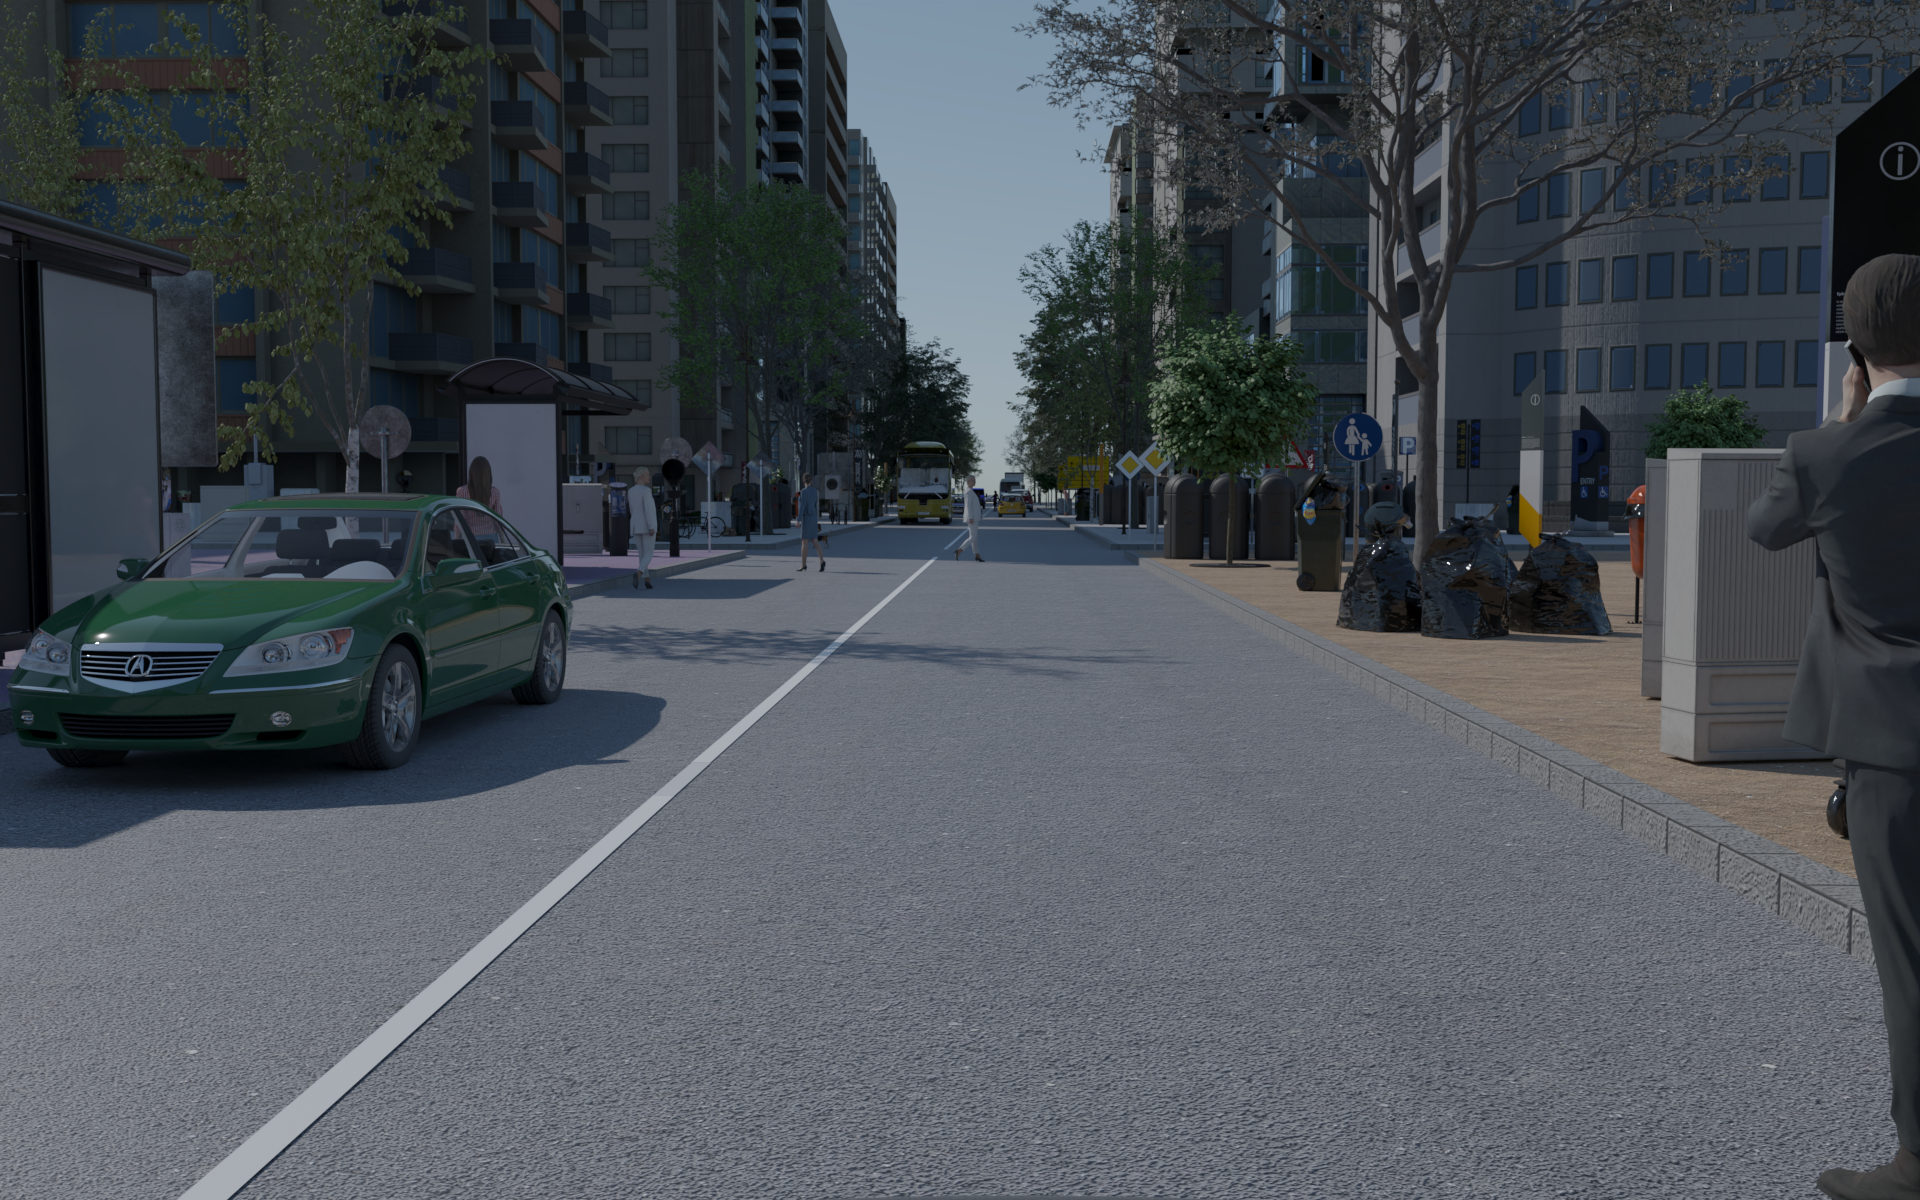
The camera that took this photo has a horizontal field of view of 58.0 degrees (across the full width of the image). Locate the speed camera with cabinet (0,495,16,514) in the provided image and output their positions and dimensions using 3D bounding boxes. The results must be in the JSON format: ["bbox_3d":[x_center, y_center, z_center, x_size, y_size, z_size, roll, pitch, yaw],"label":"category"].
[{"bbox_3d":[-30.110,-3.759,55.789,0.660,3.252,2.038,1,4,22],"label":"speed camera with cabinet"}]

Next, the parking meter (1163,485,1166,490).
[{"bbox_3d":[12.636,-6.135,106.020,0.399,1.863,0.255,-2,4,-26],"label":"parking meter"}]

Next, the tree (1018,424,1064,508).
[{"bbox_3d":[8.618,-13.594,172.619,4.360,8.622,3.978,0,3,0],"label":"tree"}]

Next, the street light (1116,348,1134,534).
[{"bbox_3d":[5.215,-5.024,54.926,0.468,5.910,1.993,0,4,2],"label":"street light"}]

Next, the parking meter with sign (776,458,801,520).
[{"bbox_3d":[-8.602,-5.396,84.485,1.738,3.016,0.543,-1,4,-18],"label":"parking meter with sign"}]

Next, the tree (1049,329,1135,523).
[{"bbox_3d":[5.926,-7.797,77.841,4.737,8.622,4.395,0,3,0],"label":"tree"}]

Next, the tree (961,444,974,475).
[{"bbox_3d":[-2.181,-16.142,198.326,8.767,10.594,7.601,-3,4,-36],"label":"tree"}]

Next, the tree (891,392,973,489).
[{"bbox_3d":[-3.264,-16.007,178.716,9.611,12.733,9.660,0,3,0],"label":"tree"}]

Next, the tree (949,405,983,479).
[{"bbox_3d":[-0.899,-18.447,219.737,7.486,12.596,7.792,0,3,0],"label":"tree"}]

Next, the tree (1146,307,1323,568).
[{"bbox_3d":[4.761,-2.864,30.546,4.285,4.588,4.351,0,3,0],"label":"tree"}]

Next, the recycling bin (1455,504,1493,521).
[{"bbox_3d":[13.421,-1.998,45.218,0.722,1.027,0.722,-3,5,-41],"label":"recycling bin"}]

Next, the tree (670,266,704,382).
[{"bbox_3d":[-6.212,-9.624,67.715,12.009,13.543,11.850,0,3,0],"label":"tree"}]

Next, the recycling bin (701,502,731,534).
[{"bbox_3d":[-7.901,-2.664,56.117,0.722,1.027,0.722,2,4,35],"label":"recycling bin"}]

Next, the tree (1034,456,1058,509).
[{"bbox_3d":[7.747,-9.997,147.156,4.285,4.588,4.351,0,3,0],"label":"tree"}]

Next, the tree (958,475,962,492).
[{"bbox_3d":[-1.216,-18.352,250.413,4.360,8.622,3.978,0,3,0],"label":"tree"}]

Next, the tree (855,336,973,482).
[{"bbox_3d":[-3.658,-14.261,139.829,9.857,13.997,8.962,0,3,0],"label":"tree"}]

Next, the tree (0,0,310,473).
[{"bbox_3d":[-13.343,-4.644,26.298,4.737,8.622,4.395,0,3,0],"label":"tree"}]

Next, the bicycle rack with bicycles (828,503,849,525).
[{"bbox_3d":[-5.691,-3.640,72.900,2.852,0.926,2.925,0,4,4],"label":"bicycle rack with bicycles"}]

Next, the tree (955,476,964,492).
[{"bbox_3d":[-0.769,-19.168,263.750,4.737,8.622,4.395,0,3,0],"label":"tree"}]

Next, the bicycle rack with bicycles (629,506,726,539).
[{"bbox_3d":[-8.532,-2.252,50.203,2.925,0.926,2.852,1,4,11],"label":"bicycle rack with bicycles"}]

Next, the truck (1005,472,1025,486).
[{"bbox_3d":[7.137,-14.589,227.442,2.839,4.237,11.283,0,4,2],"label":"truck"}]

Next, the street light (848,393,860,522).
[{"bbox_3d":[-4.850,-6.511,79.240,0.468,5.910,1.993,0,4,2],"label":"street light"}]

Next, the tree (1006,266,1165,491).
[{"bbox_3d":[7.467,-11.701,97.969,9.857,13.997,8.962,0,3,0],"label":"tree"}]

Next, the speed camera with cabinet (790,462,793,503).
[{"bbox_3d":[-9.842,-6.916,107.411,2.038,3.252,0.660,-1,4,-12],"label":"speed camera with cabinet"}]

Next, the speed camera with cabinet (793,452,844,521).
[{"bbox_3d":[-6.600,-5.293,80.883,2.038,3.252,0.660,0,4,7],"label":"speed camera with cabinet"}]

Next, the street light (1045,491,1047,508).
[{"bbox_3d":[8.203,-11.729,164.552,0.468,5.910,1.993,0,4,2],"label":"street light"}]

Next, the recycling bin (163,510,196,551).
[{"bbox_3d":[-10.793,-0.646,23.111,0.722,1.027,0.722,2,4,25],"label":"recycling bin"}]

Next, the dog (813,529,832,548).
[{"bbox_3d":[-3.720,-1.626,45.870,0.540,0.507,0.406,-2,4,-30],"label":"dog"}]

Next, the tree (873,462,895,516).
[{"bbox_3d":[-4.723,-6.657,103.436,1.663,3.219,1.824,0,3,0],"label":"tree"}]

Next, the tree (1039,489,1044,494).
[{"bbox_3d":[10.595,-13.701,218.604,1.663,3.219,1.824,0,3,0],"label":"tree"}]

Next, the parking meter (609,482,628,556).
[{"bbox_3d":[-7.079,-1.680,35.878,0.372,1.533,0.369,0,3,0],"label":"parking meter"}]

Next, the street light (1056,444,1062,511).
[{"bbox_3d":[7.403,-9.748,132.162,0.468,5.910,1.993,0,4,2],"label":"street light"}]

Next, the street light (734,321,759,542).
[{"bbox_3d":[-5.717,-4.511,46.535,0.468,5.910,1.993,0,4,2],"label":"street light"}]

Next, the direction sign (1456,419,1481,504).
[{"bbox_3d":[15.444,-3.710,52.659,0.379,3.537,0.876,-2,4,-33],"label":"direction sign"}]

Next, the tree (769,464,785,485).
[{"bbox_3d":[-11.361,-7.030,109.544,1.663,3.219,1.824,0,3,0],"label":"tree"}]

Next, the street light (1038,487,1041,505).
[{"bbox_3d":[9.176,-13.709,196.936,0.468,5.910,1.993,0,4,2],"label":"street light"}]

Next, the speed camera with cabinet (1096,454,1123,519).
[{"bbox_3d":[7.528,-5.661,86.895,0.660,3.252,2.038,-1,4,-22],"label":"speed camera with cabinet"}]

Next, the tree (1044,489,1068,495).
[{"bbox_3d":[9.087,-9.890,156.296,1.663,3.219,1.824,0,3,0],"label":"tree"}]

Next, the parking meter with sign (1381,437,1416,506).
[{"bbox_3d":[13.347,-3.499,53.475,0.543,3.016,1.738,-1,4,-18],"label":"parking meter with sign"}]

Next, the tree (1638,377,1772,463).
[{"bbox_3d":[20.869,-3.972,48.655,4.285,4.588,4.351,0,3,0],"label":"tree"}]

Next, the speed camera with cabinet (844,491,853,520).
[{"bbox_3d":[-6.357,-5.626,86.322,2.038,3.252,0.660,0,4,-5],"label":"speed camera with cabinet"}]

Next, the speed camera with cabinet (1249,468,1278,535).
[{"bbox_3d":[9.466,-3.604,53.265,0.660,3.252,2.038,-1,4,-13],"label":"speed camera with cabinet"}]

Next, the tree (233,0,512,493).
[{"bbox_3d":[-7.070,-4.225,19.440,4.737,8.622,4.395,0,3,0],"label":"tree"}]

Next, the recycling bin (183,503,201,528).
[{"bbox_3d":[-21.802,-2.275,49.743,0.722,1.027,0.722,3,4,37],"label":"recycling bin"}]

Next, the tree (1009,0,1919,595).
[{"bbox_3d":[5.157,-6.647,19.050,12.009,13.543,11.850,0,3,0],"label":"tree"}]

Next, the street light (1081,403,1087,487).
[{"bbox_3d":[6.164,-7.004,87.311,0.468,5.910,1.993,0,4,2],"label":"street light"}]

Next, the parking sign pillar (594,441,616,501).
[{"bbox_3d":[-18.117,-6.105,88.294,1.447,3.967,1.447,3,5,42],"label":"parking sign pillar"}]

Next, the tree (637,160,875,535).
[{"bbox_3d":[-6.140,-7.856,54.199,9.928,11.665,9.643,0,3,0],"label":"tree"}]

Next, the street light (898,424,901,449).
[{"bbox_3d":[-3.921,-8.492,111.626,0.468,5.910,1.993,0,4,2],"label":"street light"}]

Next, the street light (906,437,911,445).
[{"bbox_3d":[-3.613,-9.186,122.971,0.468,5.910,1.993,0,4,2],"label":"street light"}]

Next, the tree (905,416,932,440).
[{"bbox_3d":[-3.582,-12.297,151.410,4.360,8.622,3.978,0,3,0],"label":"tree"}]

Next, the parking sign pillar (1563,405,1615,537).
[{"bbox_3d":[18.945,-3.889,52.058,1.447,3.967,1.447,-1,4,-16],"label":"parking sign pillar"}]

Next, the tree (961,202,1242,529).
[{"bbox_3d":[6.244,-8.415,63.335,9.928,11.665,9.643,0,3,0],"label":"tree"}]

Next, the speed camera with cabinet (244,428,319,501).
[{"bbox_3d":[-20.255,-3.511,51.747,2.038,3.252,0.660,0,4,0],"label":"speed camera with cabinet"}]

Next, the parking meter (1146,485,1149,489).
[{"bbox_3d":[12.012,-6.523,112.368,0.399,1.863,0.255,1,4,17],"label":"parking meter"}]

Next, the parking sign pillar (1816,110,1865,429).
[{"bbox_3d":[6.332,-1.416,11.630,1.447,3.967,1.447,0,4,-6],"label":"parking sign pillar"}]

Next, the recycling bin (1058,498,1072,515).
[{"bbox_3d":[6.496,-5.791,107.231,0.722,1.027,0.722,-1,4,-16],"label":"recycling bin"}]

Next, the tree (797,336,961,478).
[{"bbox_3d":[-5.021,-9.913,96.484,8.767,10.594,7.601,-1,4,-9],"label":"tree"}]
